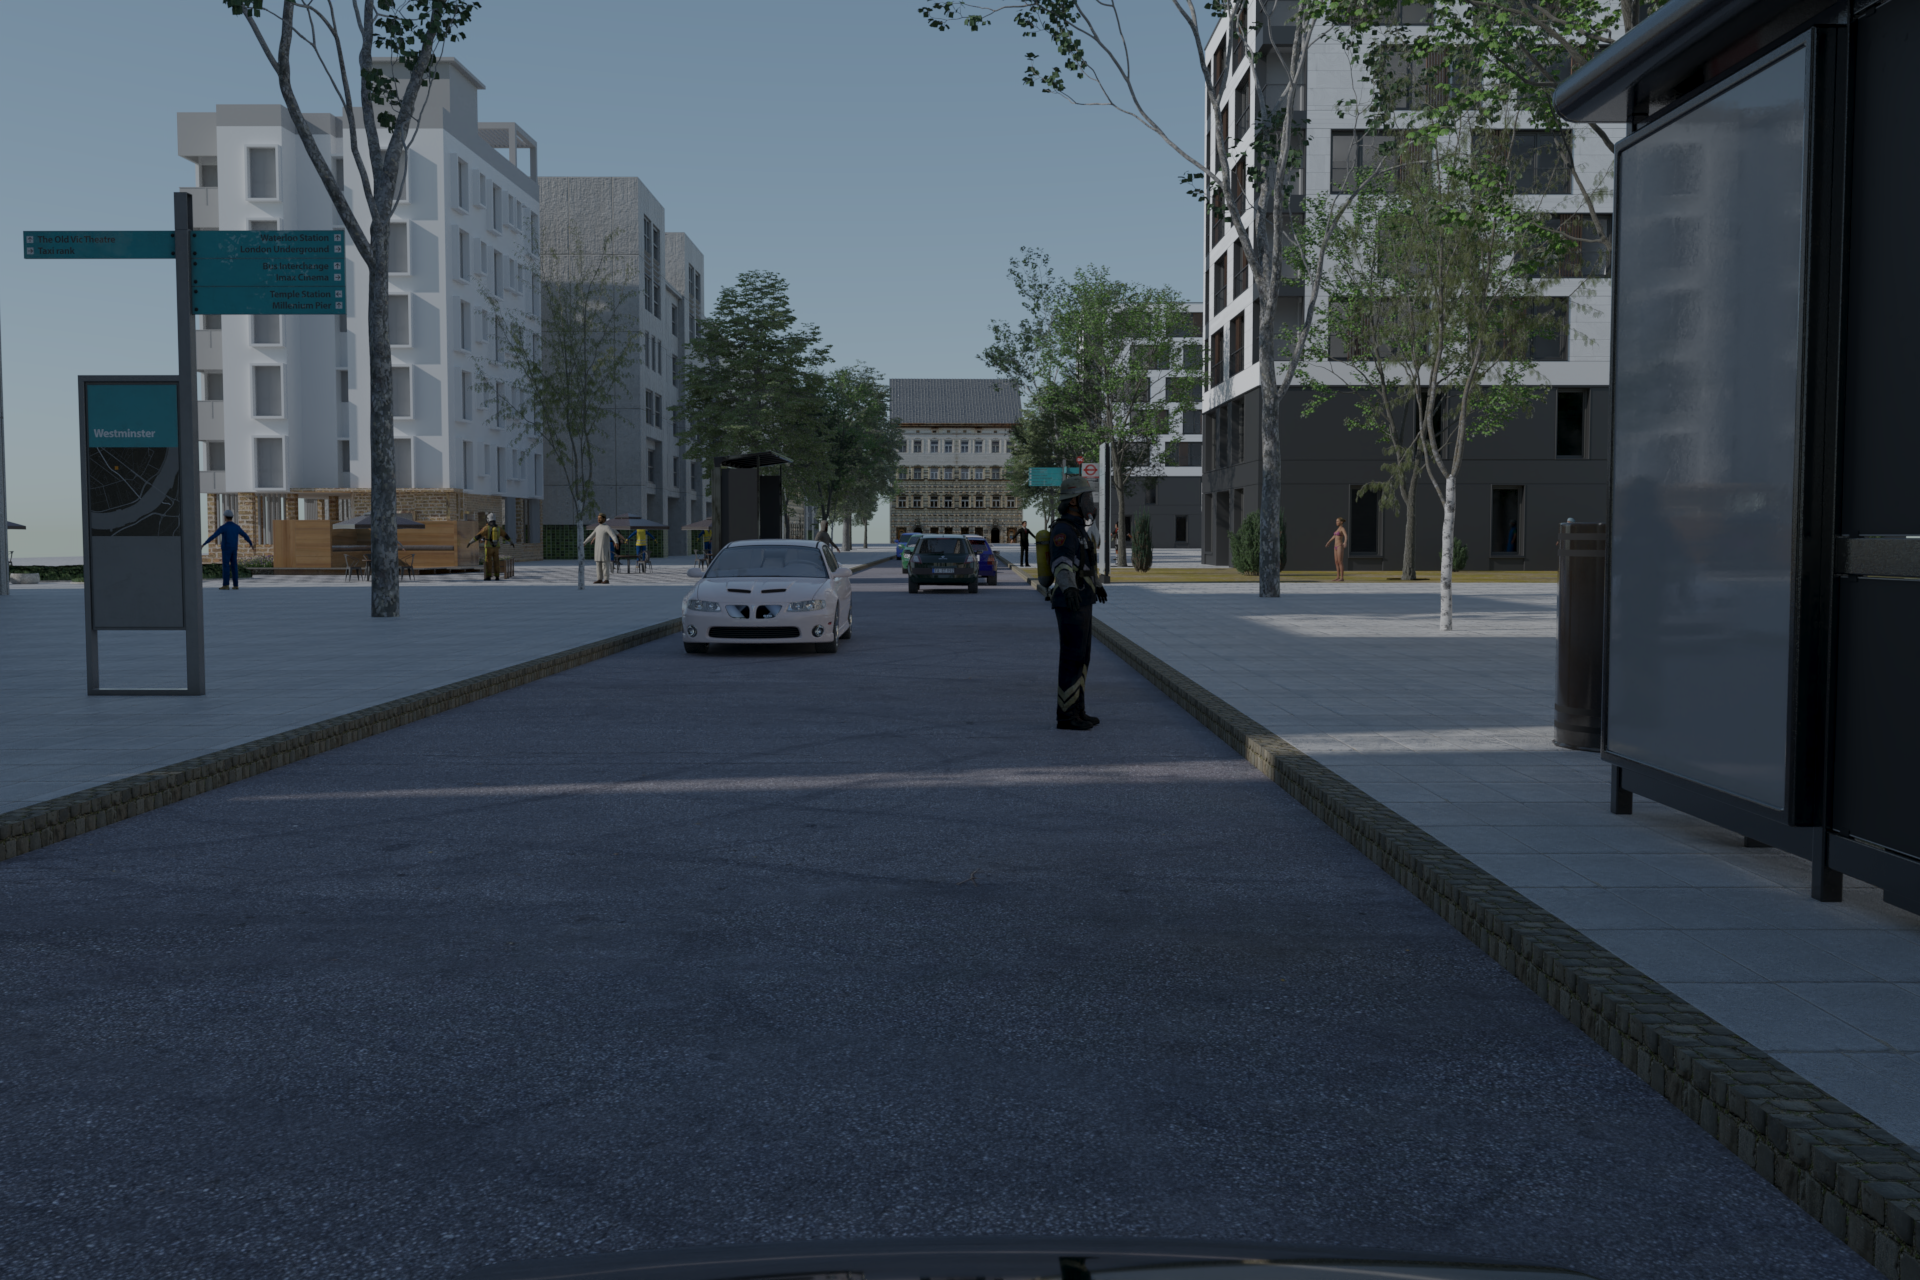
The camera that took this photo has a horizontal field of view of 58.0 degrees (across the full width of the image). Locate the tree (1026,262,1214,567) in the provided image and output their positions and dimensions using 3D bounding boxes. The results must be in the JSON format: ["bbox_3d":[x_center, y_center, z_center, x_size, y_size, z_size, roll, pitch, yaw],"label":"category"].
[{"bbox_3d":[6.175,-8.655,67.265,9.928,11.665,9.643,0,3,0],"label":"tree"}]

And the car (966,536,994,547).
[{"bbox_3d":[0.342,-3.576,70.828,2.083,1.381,4.827,0,4,1],"label":"car"}]

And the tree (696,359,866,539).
[{"bbox_3d":[-8.771,-9.362,87.473,8.767,10.594,7.601,-2,4,-31],"label":"tree"}]

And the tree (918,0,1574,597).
[{"bbox_3d":[5.473,-10.855,33.372,12.611,20.169,13.585,0,3,0],"label":"tree"}]

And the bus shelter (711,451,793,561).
[{"bbox_3d":[-6.181,-3.725,52.189,1.731,3.624,6.357,0,4,0],"label":"bus shelter"}]

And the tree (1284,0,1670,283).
[{"bbox_3d":[6.610,-5.497,15.636,9.928,11.665,9.643,0,3,0],"label":"tree"}]

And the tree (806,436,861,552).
[{"bbox_3d":[-8.750,-10.281,118.451,4.737,8.622,4.395,0,3,0],"label":"tree"}]

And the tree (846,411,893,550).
[{"bbox_3d":[-8.682,-12.993,138.182,9.928,11.665,9.643,0,3,0],"label":"tree"}]

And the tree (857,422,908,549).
[{"bbox_3d":[-8.360,-13.818,151.686,9.928,11.665,9.643,0,3,0],"label":"tree"}]

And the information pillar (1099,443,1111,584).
[{"bbox_3d":[3.791,-3.301,45.289,0.184,3.620,1.656,0,4,0],"label":"information pillar"}]

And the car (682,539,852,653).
[{"bbox_3d":[-2.401,-0.611,22.353,2.083,1.381,4.827,0,4,0],"label":"car"}]

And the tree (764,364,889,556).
[{"bbox_3d":[-8.010,-10.854,103.224,9.928,11.665,9.643,0,3,0],"label":"tree"}]

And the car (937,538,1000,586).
[{"bbox_3d":[0.180,-2.259,49.522,1.945,1.354,3.894,0,3,0],"label":"car"}]

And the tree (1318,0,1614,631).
[{"bbox_3d":[6.296,-4.420,22.623,4.360,8.622,3.978,0,3,0],"label":"tree"}]

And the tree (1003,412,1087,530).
[{"bbox_3d":[7.263,-13.322,143.578,9.928,11.665,9.643,0,3,0],"label":"tree"}]

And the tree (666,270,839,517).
[{"bbox_3d":[-9.018,-9.599,75.078,7.486,12.596,7.792,0,3,0],"label":"tree"}]

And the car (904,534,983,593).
[{"bbox_3d":[-0.411,-2.046,43.234,2.009,1.686,4.222,0,4,0],"label":"car"}]

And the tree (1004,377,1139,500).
[{"bbox_3d":[6.828,-10.066,98.986,7.601,10.594,8.767,3,4,37],"label":"tree"}]

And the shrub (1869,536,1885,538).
[{"bbox_3d":[29.051,-3.157,56.036,1.690,2.028,1.600,0,3,0],"label":"shrub"}]

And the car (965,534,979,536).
[{"bbox_3d":[0.492,-5.431,100.796,2.014,1.417,4.499,0,4,0],"label":"car"}]

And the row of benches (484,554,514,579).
[{"bbox_3d":[-13.517,-2.162,50.814,1.422,0.672,4.104,-1,4,-11],"label":"row of benches"}]

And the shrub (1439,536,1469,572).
[{"bbox_3d":[16.691,-2.899,58.514,1.383,1.207,1.383,0,3,0],"label":"shrub"}]

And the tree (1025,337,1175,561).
[{"bbox_3d":[6.533,-8.999,81.540,7.601,10.594,8.767,0,4,2],"label":"tree"}]

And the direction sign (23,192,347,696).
[{"bbox_3d":[-6.070,-1.557,14.220,2.525,3.948,1.411,0,4,1],"label":"direction sign"}]

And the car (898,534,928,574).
[{"bbox_3d":[-1.181,-3.189,63.942,2.131,1.459,4.920,0,4,0],"label":"car"}]

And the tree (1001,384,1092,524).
[{"bbox_3d":[6.728,-13.035,131.247,7.486,12.596,7.792,0,3,0],"label":"tree"}]

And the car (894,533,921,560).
[{"bbox_3d":[-2.660,-5.302,96.272,1.945,1.707,3.694,0,4,0],"label":"car"}]

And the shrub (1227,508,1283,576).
[{"bbox_3d":[9.089,-3.013,53.300,1.661,2.075,1.752,0,3,0],"label":"shrub"}]

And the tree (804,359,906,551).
[{"bbox_3d":[-8.493,-13.538,128.000,9.857,13.997,8.962,0,3,0],"label":"tree"}]

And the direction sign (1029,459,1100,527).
[{"bbox_3d":[3.730,-4.449,61.500,2.525,3.948,1.411,0,3,0],"label":"direction sign"}]

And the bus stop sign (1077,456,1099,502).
[{"bbox_3d":[4.337,-4.328,59.468,0.855,3.939,0.416,0,4,0],"label":"bus stop sign"}]

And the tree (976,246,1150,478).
[{"bbox_3d":[5.557,-15.939,116.495,12.611,20.169,13.585,0,3,0],"label":"tree"}]

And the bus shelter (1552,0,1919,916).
[{"bbox_3d":[3.792,-1.758,6.372,2.179,5.291,8.768,0,3,0],"label":"bus shelter"}]
